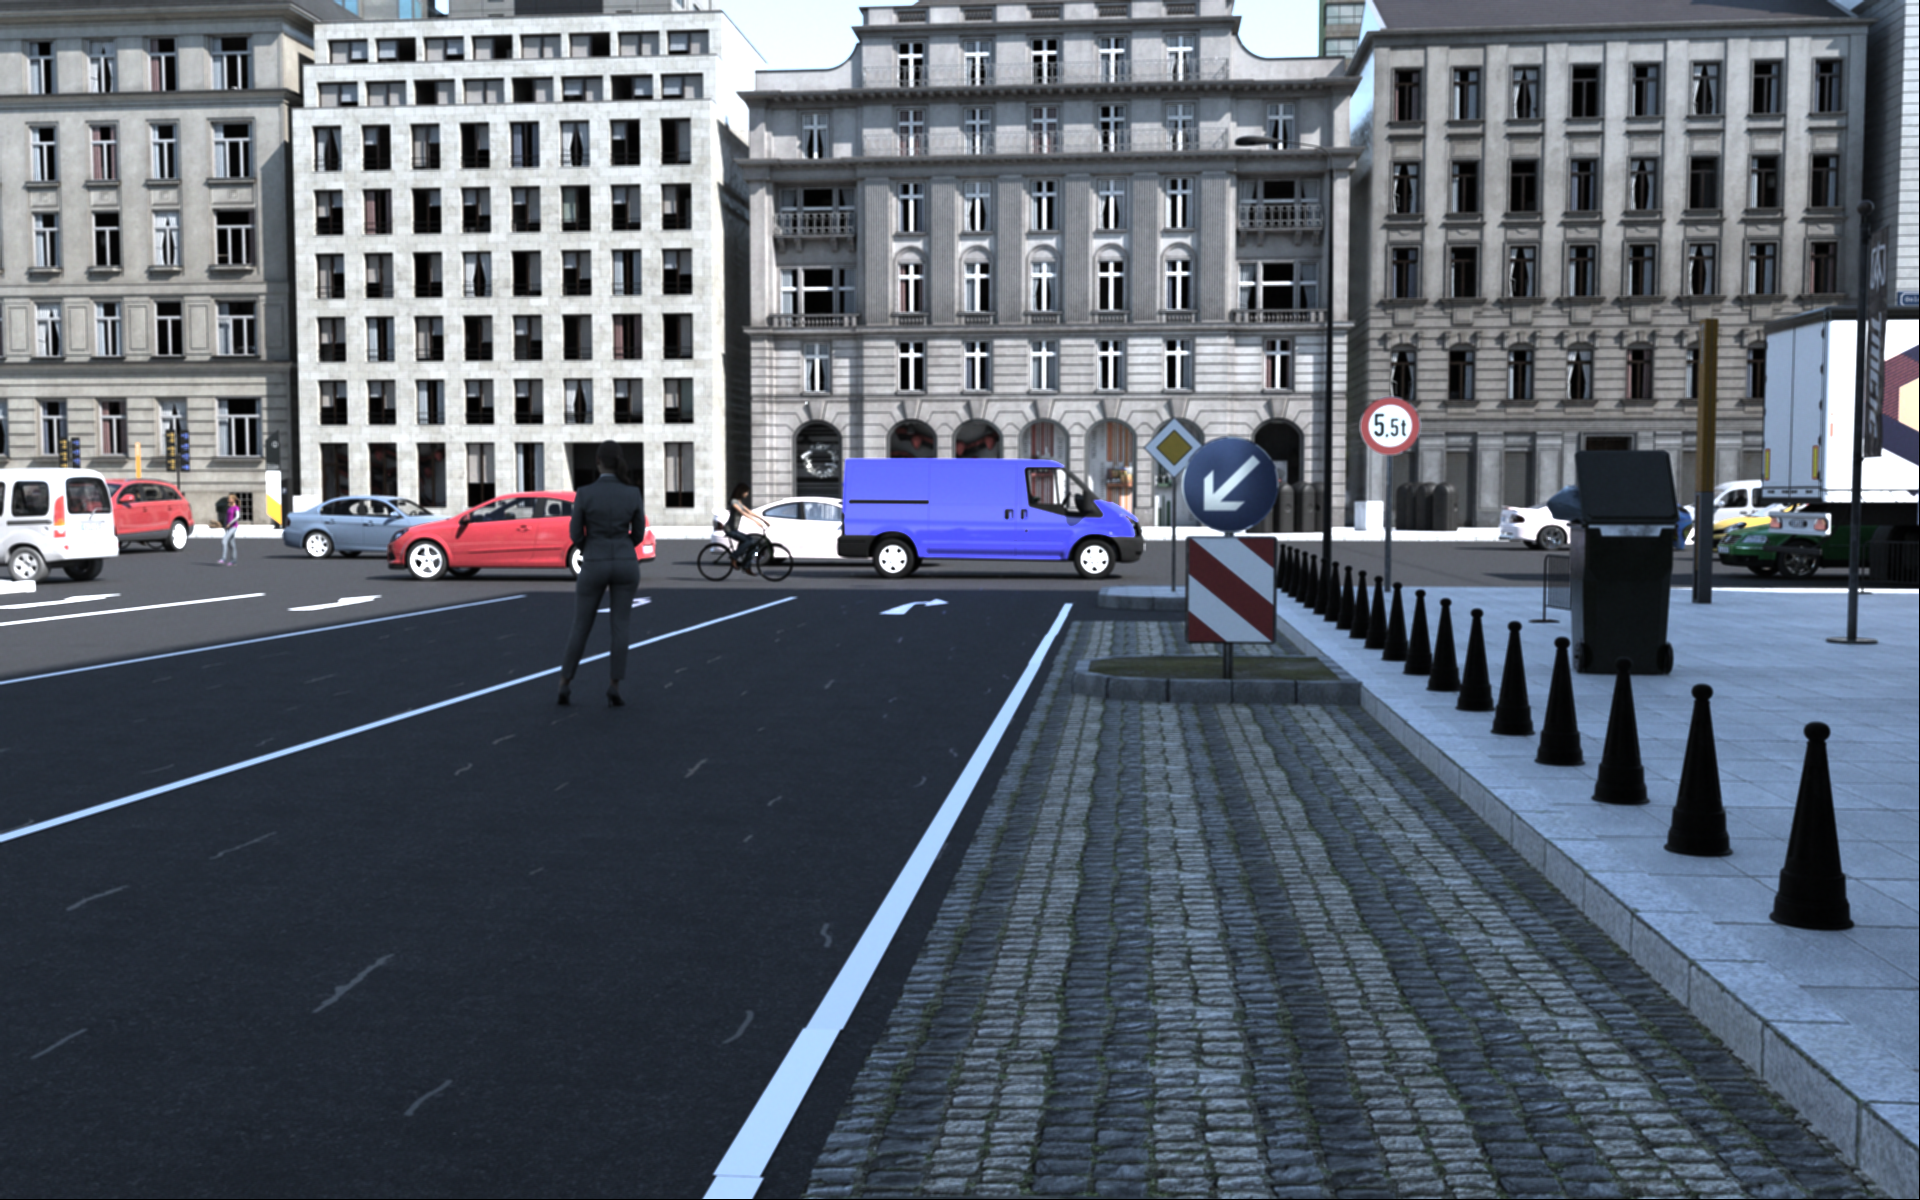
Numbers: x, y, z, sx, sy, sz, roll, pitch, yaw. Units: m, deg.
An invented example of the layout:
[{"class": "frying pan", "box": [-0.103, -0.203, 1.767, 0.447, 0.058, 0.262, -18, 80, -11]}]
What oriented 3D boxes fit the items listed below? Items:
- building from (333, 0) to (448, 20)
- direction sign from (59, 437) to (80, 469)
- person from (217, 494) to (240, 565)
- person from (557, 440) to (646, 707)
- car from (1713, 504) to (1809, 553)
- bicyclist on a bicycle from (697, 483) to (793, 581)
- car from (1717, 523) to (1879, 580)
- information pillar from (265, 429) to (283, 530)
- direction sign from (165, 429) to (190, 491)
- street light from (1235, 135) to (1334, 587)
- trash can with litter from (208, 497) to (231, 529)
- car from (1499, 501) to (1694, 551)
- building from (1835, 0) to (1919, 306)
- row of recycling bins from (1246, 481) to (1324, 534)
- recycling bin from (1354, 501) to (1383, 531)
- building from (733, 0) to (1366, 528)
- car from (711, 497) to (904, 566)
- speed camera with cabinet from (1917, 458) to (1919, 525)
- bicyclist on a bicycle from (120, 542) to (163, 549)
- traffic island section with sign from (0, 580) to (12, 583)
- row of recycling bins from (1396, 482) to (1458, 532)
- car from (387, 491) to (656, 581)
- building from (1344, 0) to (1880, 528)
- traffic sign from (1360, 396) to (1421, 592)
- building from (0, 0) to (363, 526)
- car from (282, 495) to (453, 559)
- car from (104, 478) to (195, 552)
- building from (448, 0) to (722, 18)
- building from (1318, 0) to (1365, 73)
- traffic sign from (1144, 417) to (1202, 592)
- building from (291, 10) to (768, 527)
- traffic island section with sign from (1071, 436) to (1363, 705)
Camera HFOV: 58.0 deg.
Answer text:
[{"class": "building", "box": [-60.056, -33.401, 165.712, 30.456, 49.044, 23.786, 0, 4, 6]}, {"class": "direction sign", "box": [-35.576, -4.726, 69.264, 0.379, 3.537, 0.876, 2, 4, 29]}, {"class": "person", "box": [-14.677, -1.398, 34.596, 0.726, 1.435, 0.776, 3, 4, 38]}, {"class": "person", "box": [-2.440, -0.182, 11.753, 0.520, 1.790, 0.573, -3, 4, -36]}, {"class": "car", "box": [18.126, -1.654, 37.261, 3.980, 1.641, 2.015, 0, 4, 5]}, {"class": "bicyclist on a bicycle", "box": [-3.525, -1.125, 28.412, 1.625, 1.676, 1.499, 0, 4, 7]}, {"class": "car", "box": [15.500, -1.274, 29.620, 4.718, 1.807, 1.959, 0, 4, 6]}, {"class": "information pillar", "box": [-24.739, -4.349, 62.453, 0.504, 3.616, 0.183, -1, 4, -10]}, {"class": "direction sign", "box": [-27.524, -4.220, 60.998, 0.379, 3.537, 0.876, 2, 4, 32]}, {"class": "street light", "box": [4.259, -3.058, 22.542, 1.470, 5.913, 1.316, 0, 4, 6]}, {"class": "trash can with litter", "box": [-27.411, -3.237, 64.304, 0.624, 1.170, 1.055, 1, 4, 9]}, {"class": "car", "box": [16.390, -1.973, 44.614, 4.827, 1.381, 2.083, 0, 4, 5]}, {"class": "building", "box": [48.968, -17.645, 65.996, 29.804, 29.767, 11.434, 0, 4, 6]}, {"class": "row of recycling bins", "box": [10.900, -3.058, 57.108, 3.534, 1.692, 1.069, -2, 4, -34]}, {"class": "recycling bin", "box": [14.173, -2.907, 60.087, 0.722, 1.027, 0.722, -2, 4, -24]}, {"class": "building", "box": [3.821, -14.114, 72.565, 24.055, 21.916, 13.314, 0, 4, 6]}, {"class": "car", "box": [-2.631, -1.387, 35.044, 4.827, 1.381, 2.083, 0, 4, 8]}, {"class": "speed camera with cabinet", "box": [7.151, -1.053, 11.555, 0.660, 3.252, 2.038, 0, 4, 5]}, {"class": "bicyclist on a bicycle", "box": [-21.551, -2.164, 45.408, 1.625, 1.676, 1.499, 0, 4, 7]}, {"class": "traffic island section with sign", "box": [-14.844, -1.020, 24.812, 2.006, 1.907, 1.989, 0, 4, 6]}, {"class": "row of recycling bins", "box": [16.391, -3.293, 60.956, 1.069, 1.692, 3.534, -1, 4, -12]}, {"class": "car", "box": [-7.425, -1.236, 29.246, 4.494, 1.783, 2.155, 0, 4, 5]}, {"class": "building", "box": [24.726, -13.444, 68.958, 18.267, 20.994, 9.793, 0, 4, 6]}, {"class": "traffic sign", "box": [5.618, -1.381, 22.677, 0.768, 2.556, 0.104, 1, 4, 12]}, {"class": "building", "box": [-40.526, -14.988, 78.331, 30.059, 22.955, 16.112, 0, 4, 6]}, {"class": "car", "box": [-12.840, -1.645, 38.905, 4.499, 1.417, 2.014, 0, 4, 6]}, {"class": "car", "box": [-20.621, -2.027, 41.813, 2.281, 1.827, 5.304, 0, 4, 6]}, {"class": "building", "box": [-34.483, -44.398, 164.164, 20.611, 71.187, 20.563, 0, 4, 6]}, {"class": "building", "box": [34.900, -27.679, 136.138, 14.154, 41.232, 14.086, 0, 4, 6]}, {"class": "traffic sign", "box": [2.806, -1.168, 22.736, 0.795, 2.450, 0.064, 0, 4, 6]}, {"class": "building", "box": [-17.399, -13.338, 72.832, 16.860, 20.320, 10.420, 0, 4, 6]}, {"class": "traffic island section with sign", "box": [1.833, -0.251, 12.727, 1.989, 1.847, 2.006, 0, 4, 6]}]
